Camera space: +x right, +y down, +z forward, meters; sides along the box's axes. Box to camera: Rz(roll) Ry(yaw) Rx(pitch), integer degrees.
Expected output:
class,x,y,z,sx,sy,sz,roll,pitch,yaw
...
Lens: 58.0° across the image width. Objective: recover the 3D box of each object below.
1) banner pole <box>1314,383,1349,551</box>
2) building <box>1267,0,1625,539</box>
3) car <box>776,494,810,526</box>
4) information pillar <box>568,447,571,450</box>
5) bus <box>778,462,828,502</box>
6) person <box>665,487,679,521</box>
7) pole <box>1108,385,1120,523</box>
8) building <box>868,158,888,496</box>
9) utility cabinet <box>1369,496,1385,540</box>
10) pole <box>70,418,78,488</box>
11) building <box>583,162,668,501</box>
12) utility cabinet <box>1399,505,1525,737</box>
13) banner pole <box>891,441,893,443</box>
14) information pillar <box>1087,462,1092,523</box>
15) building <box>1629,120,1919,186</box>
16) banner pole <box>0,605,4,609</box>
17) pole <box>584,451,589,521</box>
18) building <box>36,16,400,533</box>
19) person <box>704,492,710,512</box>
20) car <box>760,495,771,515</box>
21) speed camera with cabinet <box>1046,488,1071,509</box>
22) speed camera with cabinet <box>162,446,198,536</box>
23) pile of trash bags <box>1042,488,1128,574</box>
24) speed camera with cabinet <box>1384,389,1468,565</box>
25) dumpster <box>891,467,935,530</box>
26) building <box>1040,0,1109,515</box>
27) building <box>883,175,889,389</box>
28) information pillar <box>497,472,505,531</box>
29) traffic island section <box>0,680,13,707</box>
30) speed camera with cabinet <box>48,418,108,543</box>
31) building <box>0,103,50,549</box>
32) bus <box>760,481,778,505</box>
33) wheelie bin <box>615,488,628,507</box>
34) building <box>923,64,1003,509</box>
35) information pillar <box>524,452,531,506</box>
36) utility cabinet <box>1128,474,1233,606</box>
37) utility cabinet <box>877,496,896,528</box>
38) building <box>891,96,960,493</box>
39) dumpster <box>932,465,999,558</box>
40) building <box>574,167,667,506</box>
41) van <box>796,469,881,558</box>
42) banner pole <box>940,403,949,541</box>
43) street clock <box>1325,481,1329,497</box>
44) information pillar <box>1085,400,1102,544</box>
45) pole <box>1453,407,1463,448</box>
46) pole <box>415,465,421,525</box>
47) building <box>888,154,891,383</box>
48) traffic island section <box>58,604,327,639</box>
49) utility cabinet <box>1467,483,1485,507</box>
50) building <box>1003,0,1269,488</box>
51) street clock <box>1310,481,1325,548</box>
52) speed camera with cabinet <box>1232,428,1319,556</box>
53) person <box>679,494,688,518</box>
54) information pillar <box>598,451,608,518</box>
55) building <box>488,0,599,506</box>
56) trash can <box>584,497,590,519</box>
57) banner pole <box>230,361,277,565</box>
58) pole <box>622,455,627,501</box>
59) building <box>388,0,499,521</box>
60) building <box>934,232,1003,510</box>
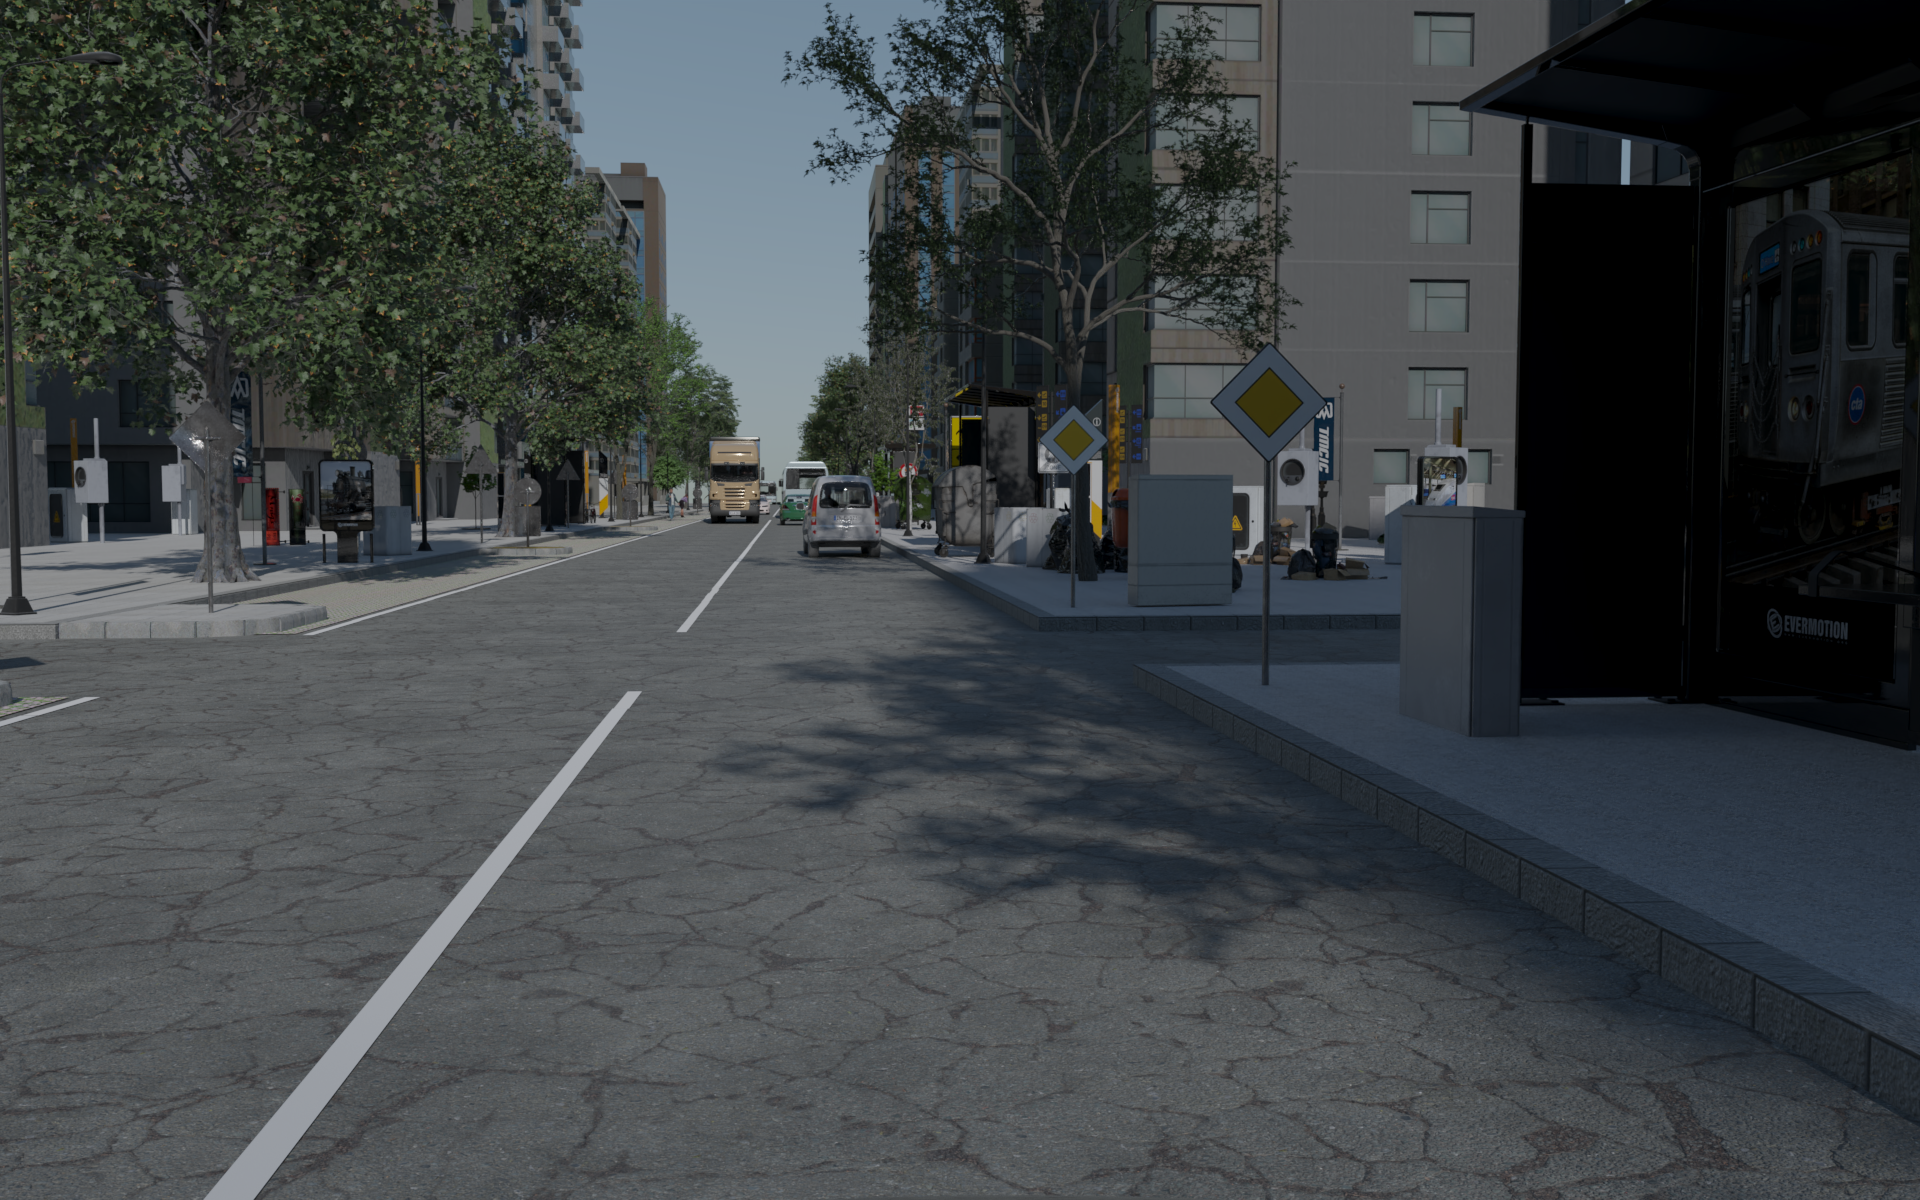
class,x,y,z,sx,sy,sz,roll,pitch,yaw
banner pole,8.428,-3.019,39.378,0.863,3.779,0.401,1,4,22
building,11.747,-22.763,55.778,14.154,41.232,14.086,0,4,-6
car,-7.463,-4.198,80.441,2.131,1.459,4.920,0,4,-6
information pillar,-18.681,-5.559,82.252,0.504,3.616,0.183,-1,4,-17
bus,-9.479,-6.734,104.962,2.948,3.499,13.247,0,4,-6
person,-15.074,-4.993,90.483,0.721,1.781,0.623,3,4,36
pole,2.879,-2.360,32.432,0.158,3.312,0.155,0,3,0
building,-1.652,-37.874,242.935,21.300,48.544,21.600,0,4,-6
utility cabinet,11.933,-2.273,48.324,1.020,1.237,0.306,1,4,14
pole,-23.841,-3.231,46.666,0.158,3.312,0.155,0,3,0
building,-47.617,-35.921,237.420,14.600,45.320,14.200,0,4,-6
utility cabinet,2.772,0.095,9.617,0.306,1.237,1.020,0,4,-7
banner pole,-3.377,-5.583,81.293,0.863,3.779,0.401,2,4,31
information pillar,2.852,-2.158,39.771,0.304,2.012,0.304,0,4,-5
building,30.215,-36.725,38.711,20.611,71.187,20.563,0,4,-6
banner pole,-10.754,-1.779,19.096,0.401,3.779,0.863,-3,4,-38
pole,-17.596,-5.370,81.644,0.158,3.312,0.155,0,3,0
building,-28.908,-17.724,61.494,14.160,30.474,14.107,0,4,-6
person,-20.017,-7.952,139.224,1.217,1.735,0.721,-1,4,-21
car,-14.213,-6.644,120.995,2.083,1.381,4.827,0,4,-6
speed camera with cabinet,2.498,-3.322,48.657,2.038,3.252,0.660,-1,4,-22
speed camera with cabinet,-24.441,-3.663,54.229,0.660,3.252,2.038,-1,4,-11
pile of trash bags,2.455,-1.129,28.209,1.912,1.369,3.447,0,4,-5
speed camera with cabinet,8.635,-2.304,32.000,0.660,3.252,2.038,3,5,45
dumpster,-1.709,-3.702,63.025,1.502,2.255,1.985,0,4,-5
building,10.974,-19.391,88.744,14.160,30.474,14.107,0,4,-6
building,-3.050,-33.111,224.956,14.154,41.232,14.086,0,4,-6
information pillar,-15.410,-3.300,58.441,0.304,2.012,0.304,1,4,14
traffic island section,-7.327,0.706,10.739,2.009,0.180,2.903,0,4,-6
speed camera with cabinet,-23.218,-3.132,45.540,2.038,3.252,0.660,2,4,35
building,-28.960,-21.451,34.326,14.154,41.232,14.086,0,4,-6
bus,-26.521,-14.898,238.435,2.948,3.499,13.247,0,4,-5
wheelie bin,-18.034,-5.194,92.824,0.980,1.594,0.693,0,4,8
building,12.731,-28.151,152.155,32.217,40.220,23.993,0,4,-6
information pillar,-23.205,-6.223,93.095,0.504,3.616,0.183,1,4,21
utility cabinet,2.521,-0.683,19.850,1.173,1.500,0.318,-1,4,-17
utility cabinet,-2.858,-3.358,66.069,0.306,1.237,1.020,-3,4,-37
building,0.190,-33.405,196.282,14.600,45.320,14.200,0,4,-6
dumpster,0.120,-1.823,35.569,1.264,1.857,1.865,0,4,-5
building,-53.547,-32.169,217.849,32.217,40.220,23.993,0,4,-6
van,-2.795,-2.046,40.471,2.013,2.044,4.112,0,4,-7
banner pole,-0.357,-3.509,47.384,0.401,3.779,0.863,0,4,-7
street clock,9.377,-2.467,44.899,0.358,2.002,0.471,0,4,5
information pillar,3.303,-3.155,42.944,0.504,3.616,0.183,-1,4,-19
pole,11.642,-2.860,40.599,0.158,3.312,0.155,0,3,0
pole,-22.194,-4.712,70.883,0.158,3.312,0.155,0,3,0
building,-1.385,-34.267,210.369,14.600,45.320,14.200,0,4,-6
traffic island section,-8.101,0.220,18.687,2.009,0.180,2.903,0,4,-6
utility cabinet,10.181,-1.580,34.515,0.318,1.500,1.173,2,4,26
building,9.344,-25.670,103.303,14.154,41.232,14.086,0,4,-6
street clock,8.361,-2.232,41.057,0.358,2.002,0.471,0,4,4
speed camera with cabinet,6.300,-2.524,35.601,2.038,3.252,0.660,2,4,34
person,-16.784,-5.714,105.161,0.421,1.427,0.697,2,4,34
information pillar,-18.853,-6.124,91.482,0.504,3.616,0.183,-2,4,-35
building,-41.674,-31.596,136.200,23.786,49.044,30.456,0,4,-6
trash can,-18.446,-4.473,84.794,0.748,1.137,0.748,0,3,0
banner pole,-12.760,-2.512,31.081,0.863,3.779,0.401,-3,4,-36
pole,-17.667,-5.954,91.195,0.158,3.312,0.155,0,3,0
building,-30.774,-24.437,83.144,14.154,41.232,14.086,0,4,-6
building,13.089,-17.188,126.064,27.650,21.520,28.899,0,4,-6
